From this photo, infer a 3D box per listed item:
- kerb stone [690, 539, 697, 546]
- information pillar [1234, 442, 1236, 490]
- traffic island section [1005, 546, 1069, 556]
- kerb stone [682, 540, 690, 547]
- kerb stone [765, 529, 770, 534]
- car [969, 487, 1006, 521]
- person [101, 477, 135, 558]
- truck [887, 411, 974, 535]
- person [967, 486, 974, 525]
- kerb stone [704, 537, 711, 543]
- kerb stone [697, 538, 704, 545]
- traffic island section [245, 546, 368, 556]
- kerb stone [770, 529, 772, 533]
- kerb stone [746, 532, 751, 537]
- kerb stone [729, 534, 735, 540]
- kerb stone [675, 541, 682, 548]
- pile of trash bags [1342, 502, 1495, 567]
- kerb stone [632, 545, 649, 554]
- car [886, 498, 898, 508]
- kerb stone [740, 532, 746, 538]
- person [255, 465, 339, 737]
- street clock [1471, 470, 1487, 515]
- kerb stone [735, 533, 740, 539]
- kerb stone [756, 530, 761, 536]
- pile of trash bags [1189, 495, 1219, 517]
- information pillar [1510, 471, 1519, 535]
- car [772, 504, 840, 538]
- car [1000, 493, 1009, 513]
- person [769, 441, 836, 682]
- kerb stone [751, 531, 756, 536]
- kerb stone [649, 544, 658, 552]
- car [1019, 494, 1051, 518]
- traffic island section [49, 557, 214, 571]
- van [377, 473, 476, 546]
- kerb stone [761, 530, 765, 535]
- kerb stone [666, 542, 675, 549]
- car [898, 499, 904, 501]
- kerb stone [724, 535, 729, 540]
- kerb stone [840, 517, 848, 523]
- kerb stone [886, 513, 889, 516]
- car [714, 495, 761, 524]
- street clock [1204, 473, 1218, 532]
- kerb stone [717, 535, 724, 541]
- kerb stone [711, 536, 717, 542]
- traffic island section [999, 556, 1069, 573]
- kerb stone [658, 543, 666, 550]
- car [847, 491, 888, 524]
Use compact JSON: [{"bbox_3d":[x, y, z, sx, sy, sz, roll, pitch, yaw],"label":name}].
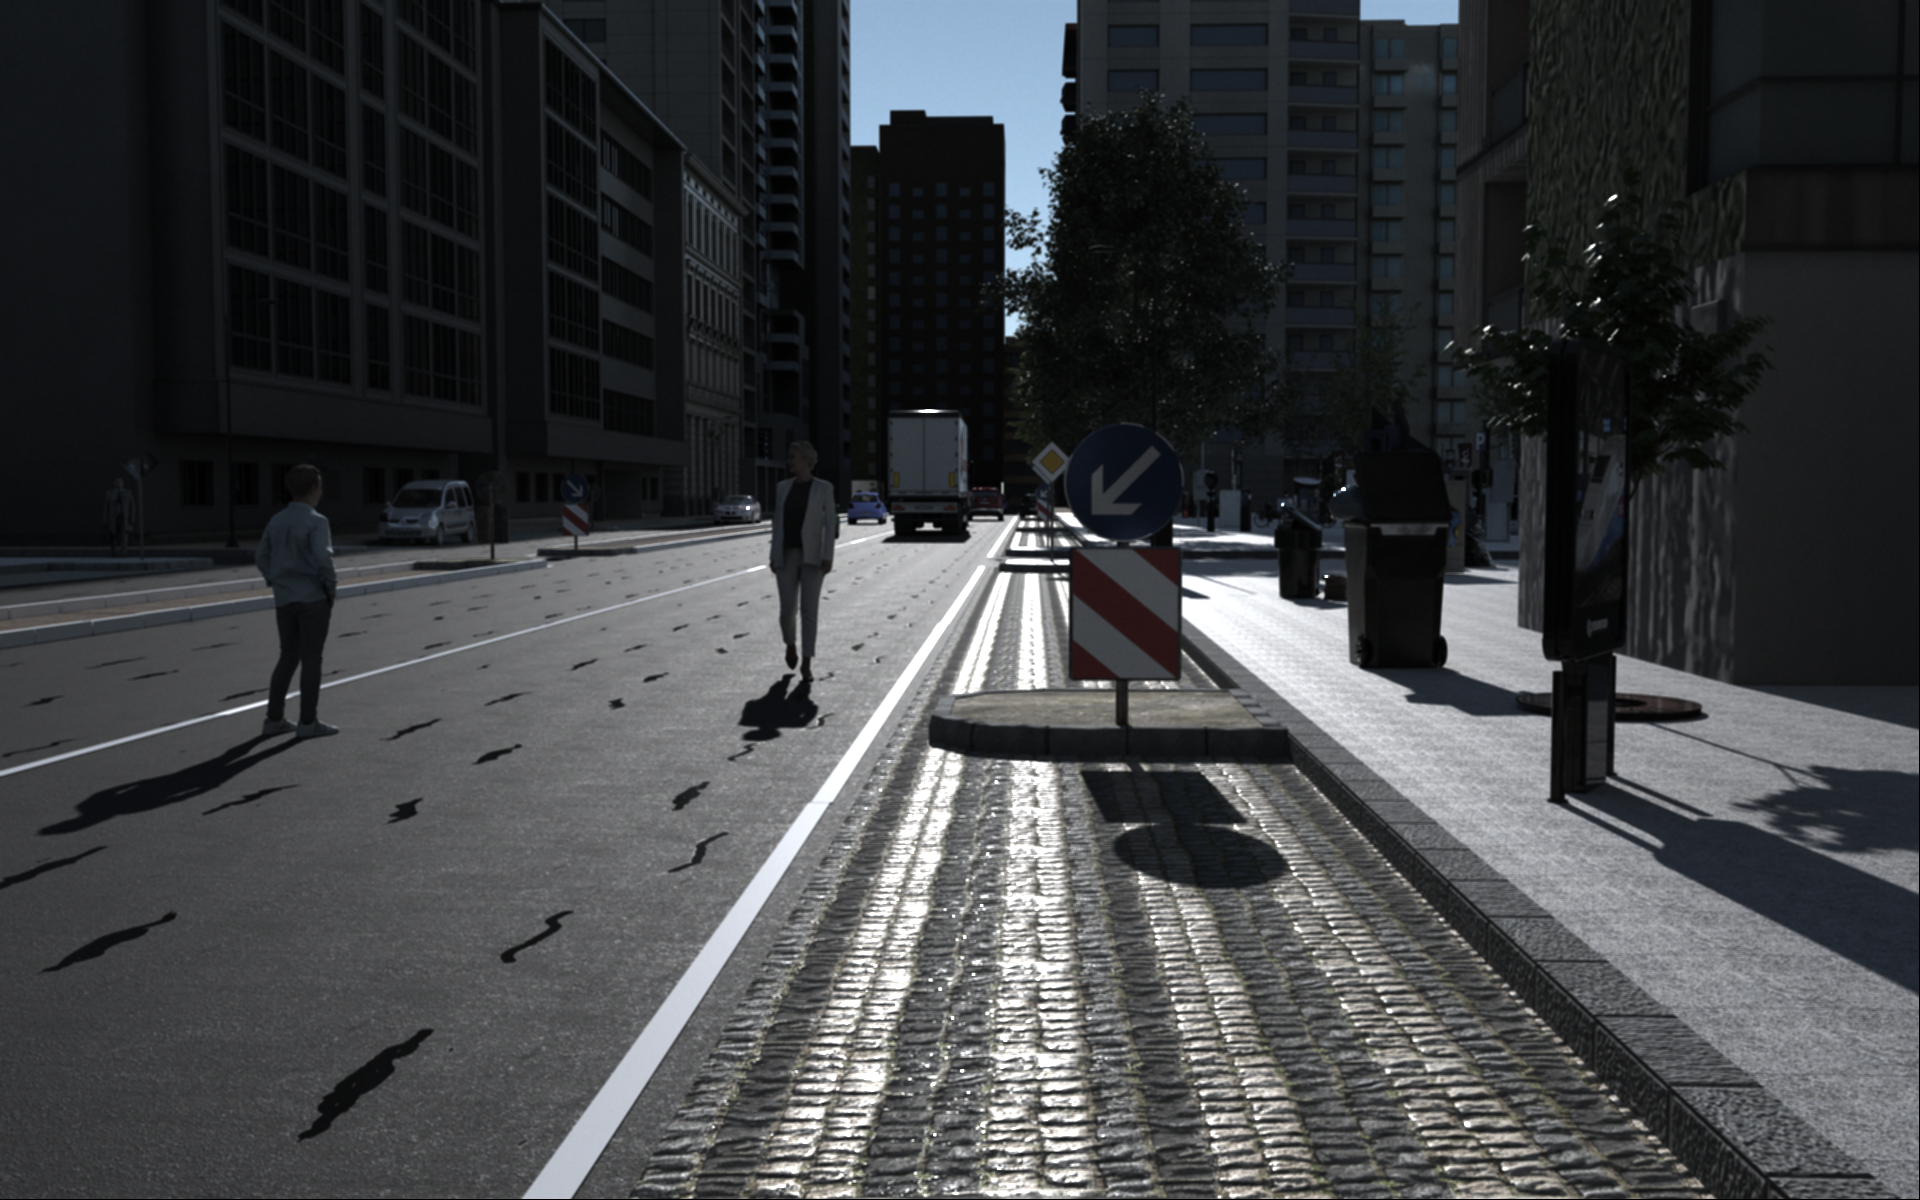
[{"bbox_3d":[-7.561,-1.597,48.309,0.120,0.150,1.000,0,4,2],"label":"kerb stone"},{"bbox_3d":[11.779,-5.072,74.282,0.183,3.616,0.504,1,4,10],"label":"information pillar"},{"bbox_3d":[2.087,-1.127,40.700,2.009,0.180,2.903,0,4,2],"label":"traffic island section"},{"bbox_3d":[-7.593,-1.534,47.277,0.120,0.150,1.000,0,4,2],"label":"kerb stone"},{"bbox_3d":[-6.999,-2.414,61.659,0.120,0.150,1.000,0,4,2],"label":"kerb stone"},{"bbox_3d":[1.380,-5.287,95.122,2.281,1.827,5.304,0,4,1],"label":"car"},{"bbox_3d":[-18.610,-1.815,38.275,0.694,1.812,0.767,-2,4,-24],"label":"person"},{"bbox_3d":[-1.022,-4.599,64.105,2.839,4.237,11.283,0,4,2],"label":"truck"},{"bbox_3d":[0.332,-4.330,79.142,0.661,1.843,0.795,-1,4,-17],"label":"person"},{"bbox_3d":[-7.462,-1.723,50.360,0.120,0.150,1.000,0,4,2],"label":"kerb stone"},{"bbox_3d":[-7.510,-1.657,49.339,0.120,0.150,1.000,0,4,2],"label":"kerb stone"},{"bbox_3d":[-15.489,-1.171,41.430,2.009,0.180,2.903,0,4,2],"label":"traffic island section"},{"bbox_3d":[-6.959,-2.469,62.693,0.120,0.150,1.000,0,4,2],"label":"kerb stone"},{"bbox_3d":[-7.171,-2.162,57.543,0.120,0.150,1.000,0,4,2],"label":"kerb stone"},{"bbox_3d":[-7.292,-1.974,54.468,0.120,0.150,1.000,0,4,2],"label":"kerb stone"},{"bbox_3d":[-7.644,-1.469,46.256,0.120,0.150,1.000,0,4,2],"label":"kerb stone"},{"bbox_3d":[8.162,-1.340,31.669,1.912,1.369,3.447,-1,4,-21],"label":"pile of trash bags"},{"bbox_3d":[-7.803,-1.221,42.155,0.120,0.150,1.000,0,4,2],"label":"kerb stone"},{"bbox_3d":[-6.915,-10.772,185.902,2.009,1.686,4.222,0,4,4],"label":"car"},{"bbox_3d":[-7.216,-2.099,56.521,0.120,0.150,1.000,0,4,2],"label":"kerb stone"},{"bbox_3d":[-3.888,0.003,10.259,0.589,1.601,0.330,2,4,33],"label":"person"},{"bbox_3d":[15.326,-2.857,51.276,0.471,2.002,0.358,1,4,15],"label":"street clock"},{"bbox_3d":[-7.259,-2.036,55.490,0.120,0.150,1.000,0,4,2],"label":"kerb stone"},{"bbox_3d":[-7.085,-2.288,59.606,0.120,0.150,1.000,0,4,2],"label":"kerb stone"},{"bbox_3d":[13.609,-5.343,97.103,1.912,1.369,3.447,-1,4,-10],"label":"pile of trash bags"},{"bbox_3d":[17.384,-3.053,54.412,0.304,2.012,0.304,1,4,9],"label":"information pillar"},{"bbox_3d":[-4.869,-2.831,55.075,1.959,1.807,4.718,0,4,2],"label":"car"},{"bbox_3d":[2.801,-7.581,133.535,1.945,1.707,3.694,0,4,4],"label":"car"},{"bbox_3d":[-1.231,-0.314,13.517,0.514,1.842,0.818,0,4,-5],"label":"person"},{"bbox_3d":[-7.128,-2.225,58.575,0.120,0.150,1.000,0,4,2],"label":"kerb stone"},{"bbox_3d":[-7.764,-1.284,43.189,0.120,0.150,1.000,0,4,2],"label":"kerb stone"},{"bbox_3d":[4.453,-5.687,102.765,2.009,1.686,4.222,0,4,4],"label":"car"},{"bbox_3d":[-15.819,-0.683,33.452,2.009,0.180,2.903,0,4,2],"label":"traffic island section"},{"bbox_3d":[-15.067,-2.567,48.988,2.013,2.044,4.112,0,4,2],"label":"van"},{"bbox_3d":[-7.040,-2.351,60.630,0.120,0.150,1.000,0,4,2],"label":"kerb stone"},{"bbox_3d":[-7.684,-1.405,45.235,0.120,0.150,1.000,0,4,2],"label":"kerb stone"},{"bbox_3d":[-3.262,-6.755,119.477,2.155,1.783,4.494,0,4,1],"label":"car"},{"bbox_3d":[-7.342,-1.910,53.447,0.120,0.150,1.000,0,4,2],"label":"kerb stone"},{"bbox_3d":[-5.895,-4.042,88.288,0.120,0.150,1.000,0,4,2],"label":"kerb stone"},{"bbox_3d":[-4.791,-5.668,114.917,0.120,0.150,1.000,0,4,2],"label":"kerb stone"},{"bbox_3d":[-10.750,-4.376,83.909,2.083,1.381,4.827,0,4,1],"label":"car"},{"bbox_3d":[8.546,-3.325,58.941,0.358,2.002,0.471,-2,4,-35],"label":"street clock"},{"bbox_3d":[-7.382,-1.849,52.419,0.120,0.150,1.000,0,4,2],"label":"kerb stone"},{"bbox_3d":[-7.425,-1.785,51.381,0.120,0.150,1.000,0,4,2],"label":"kerb stone"},{"bbox_3d":[1.757,-0.639,32.722,2.009,0.180,2.903,0,4,2],"label":"traffic island section"},{"bbox_3d":[-7.725,-1.347,44.213,0.120,0.150,1.000,0,4,2],"label":"kerb stone"},{"bbox_3d":[-4.475,-4.537,83.779,1.945,1.707,3.694,0,4,1],"label":"car"}]
